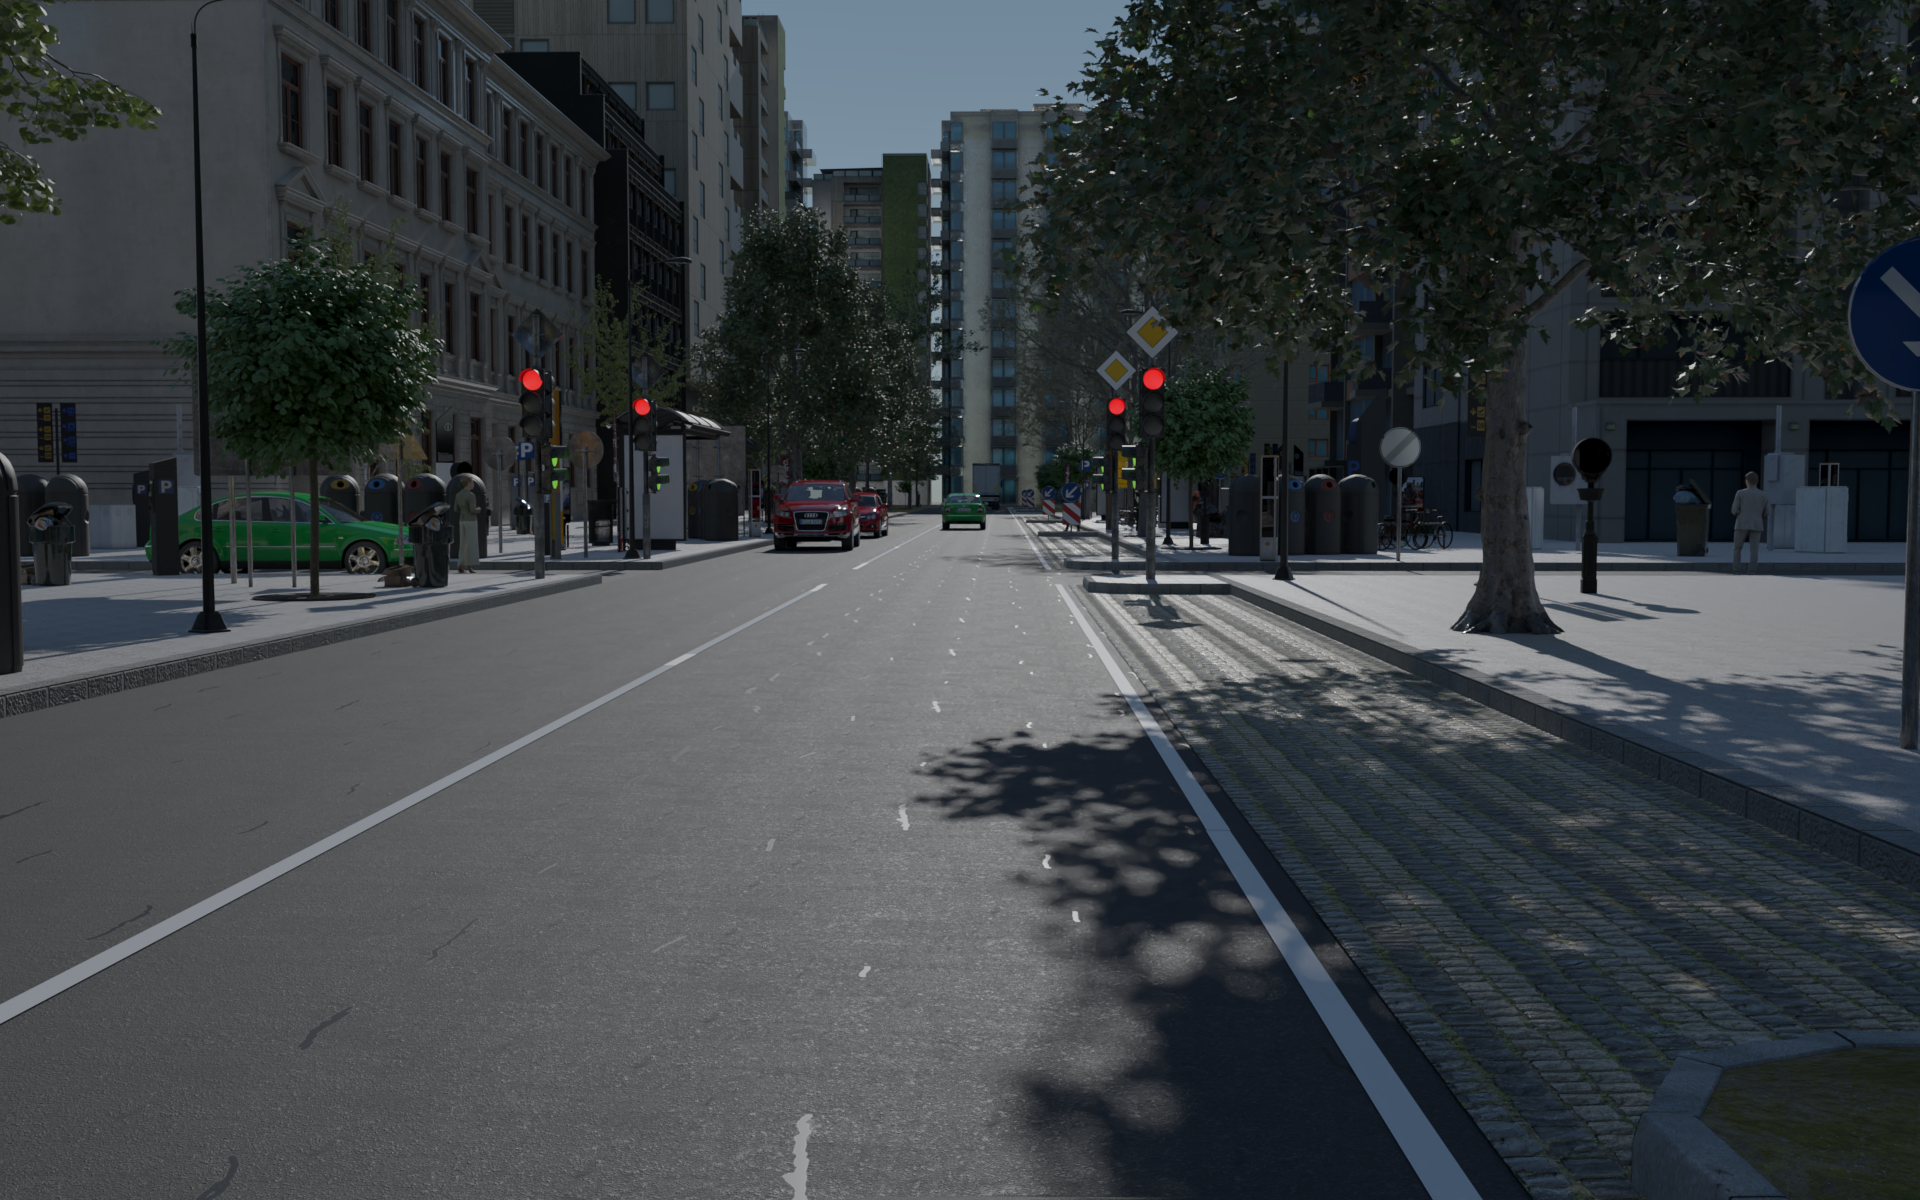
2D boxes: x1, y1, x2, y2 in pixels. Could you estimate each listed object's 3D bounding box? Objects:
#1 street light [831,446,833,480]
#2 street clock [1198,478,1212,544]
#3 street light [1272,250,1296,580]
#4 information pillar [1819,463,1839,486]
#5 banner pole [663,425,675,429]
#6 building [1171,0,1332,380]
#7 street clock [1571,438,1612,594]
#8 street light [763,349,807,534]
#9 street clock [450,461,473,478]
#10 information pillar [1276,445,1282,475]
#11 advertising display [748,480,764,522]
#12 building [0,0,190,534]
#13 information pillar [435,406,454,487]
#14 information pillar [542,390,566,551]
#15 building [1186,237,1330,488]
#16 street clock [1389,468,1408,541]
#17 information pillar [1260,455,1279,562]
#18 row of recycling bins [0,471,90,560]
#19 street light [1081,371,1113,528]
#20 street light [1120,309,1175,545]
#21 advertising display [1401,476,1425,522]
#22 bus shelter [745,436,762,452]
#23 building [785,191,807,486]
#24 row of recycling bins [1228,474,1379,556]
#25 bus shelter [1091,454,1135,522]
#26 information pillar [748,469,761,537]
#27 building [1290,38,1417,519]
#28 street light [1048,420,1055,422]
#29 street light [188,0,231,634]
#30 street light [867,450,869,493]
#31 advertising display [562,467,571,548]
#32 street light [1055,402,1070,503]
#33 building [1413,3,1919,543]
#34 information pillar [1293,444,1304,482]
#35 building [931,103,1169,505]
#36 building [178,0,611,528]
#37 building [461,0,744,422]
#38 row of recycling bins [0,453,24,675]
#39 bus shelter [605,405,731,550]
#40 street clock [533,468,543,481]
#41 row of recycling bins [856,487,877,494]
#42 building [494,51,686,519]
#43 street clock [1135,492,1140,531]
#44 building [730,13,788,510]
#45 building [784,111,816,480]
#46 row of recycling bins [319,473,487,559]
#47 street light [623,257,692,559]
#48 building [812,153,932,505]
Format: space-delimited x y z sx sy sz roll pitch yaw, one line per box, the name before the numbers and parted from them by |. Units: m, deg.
street light | -5.170 -6.396 77.111 1.470 5.913 1.316 0 4 1
street clock | 6.284 -2.437 44.415 0.358 2.002 0.471 2 4 29
street light | 4.312 -3.257 25.788 1.470 5.913 1.316 0 4 1
information pillar | 20.617 -2.241 41.131 0.304 2.012 0.304 -1 4 -20
banner pole | -9.494 -4.011 55.599 0.863 3.779 0.401 2 4 26
building | 29.900 -37.694 158.300 21.231 58.520 28.212 0 4 1
street clock | 8.137 -1.088 22.360 0.471 2.002 0.358 1 4 12
street light | -5.608 -5.081 55.621 1.470 5.913 1.316 0 4 1
street clock | -11.013 -2.064 38.319 0.358 2.002 0.471 2 4 32
information pillar | 14.225 -5.219 76.678 0.504 3.616 0.183 3 5 42
advertising display | -9.436 -4.579 80.086 0.123 1.923 0.974 3 4 36
building | -22.922 -13.399 55.224 11.583 22.565 21.152 0 4 1
information pillar | -13.709 -3.352 46.160 0.504 3.616 0.183 -3 5 -44
information pillar | -9.235 -2.933 39.304 0.504 3.616 0.183 1 4 19
building | 32.280 -17.482 130.866 27.650 21.520 28.899 0 4 1
street clock | 12.059 -2.637 47.685 0.471 2.002 0.358 3 5 44
information pillar | 5.888 -1.742 32.973 0.304 2.012 0.304 1 4 19
row of recycling bins | -19.585 -1.771 36.067 3.534 1.692 1.069 2 4 23
street light | 5.233 -5.691 65.596 1.470 5.913 1.316 0 4 1
street light | 4.732 -4.353 43.719 1.470 5.913 1.316 0 4 1
advertising display | 16.257 -3.502 62.476 0.974 1.923 0.123 2 4 30
bus shelter | -7.679 -3.748 55.198 2.014 3.302 5.546 0 4 1
building | -21.811 -24.218 167.666 14.107 30.474 14.160 0 4 1
row of recycling bins | 7.228 -1.800 36.545 3.534 1.692 1.069 -2 4 -23
bus shelter | 7.468 -5.466 83.292 2.014 3.302 5.546 0 4 1
information pillar | -6.079 -2.862 51.288 0.304 2.012 0.304 -1 4 -20
building | 29.108 -26.279 84.283 22.147 44.769 28.867 0 4 1
street light | 6.190 -8.331 108.751 1.470 5.913 1.316 0 4 1
street light | -6.438 -2.652 15.906 1.470 5.913 1.316 0 4 1
street light | -4.690 -7.710 98.601 1.470 5.913 1.316 0 4 1
advertising display | -9.469 -2.192 41.050 0.123 1.923 0.974 1 4 9
street light | 5.672 -7.006 87.086 1.470 5.913 1.316 0 4 1
building | 27.040 -37.595 52.935 20.611 71.187 20.563 0 4 1
information pillar | 15.879 -5.506 81.371 0.504 3.616 0.183 -1 4 -12
building | 11.798 -36.426 215.176 30.456 49.044 23.786 0 4 1
building | -23.407 -14.691 76.353 11.583 22.565 21.152 0 4 1
building | -30.322 -32.635 122.815 28.713 52.752 27.495 0 4 1
row of recycling bins | -7.952 -0.386 13.424 1.069 1.692 3.534 -3 4 -36
bus shelter | -6.972 -2.942 42.029 2.014 3.302 5.546 0 4 1
street clock | -11.793 -2.717 48.997 0.471 2.002 0.358 0 4 5
row of recycling bins | -6.694 -5.970 104.730 3.534 1.692 1.069 1 4 14
building | -22.656 -16.242 95.240 12.332 23.373 15.834 0 4 1
street clock | 6.249 -3.407 60.282 0.358 2.002 0.471 -2 4 -30
building | -22.212 -28.143 143.740 14.154 41.232 14.086 0 4 1
building | -33.007 -36.452 215.604 30.456 49.044 23.786 0 4 1
row of recycling bins | -11.213 -1.699 34.893 3.534 1.692 1.069 1 4 9
street light | -5.953 -3.767 34.129 1.470 5.913 1.316 0 4 1
building | -10.584 -32.240 210.725 14.086 41.232 14.154 0 4 1
